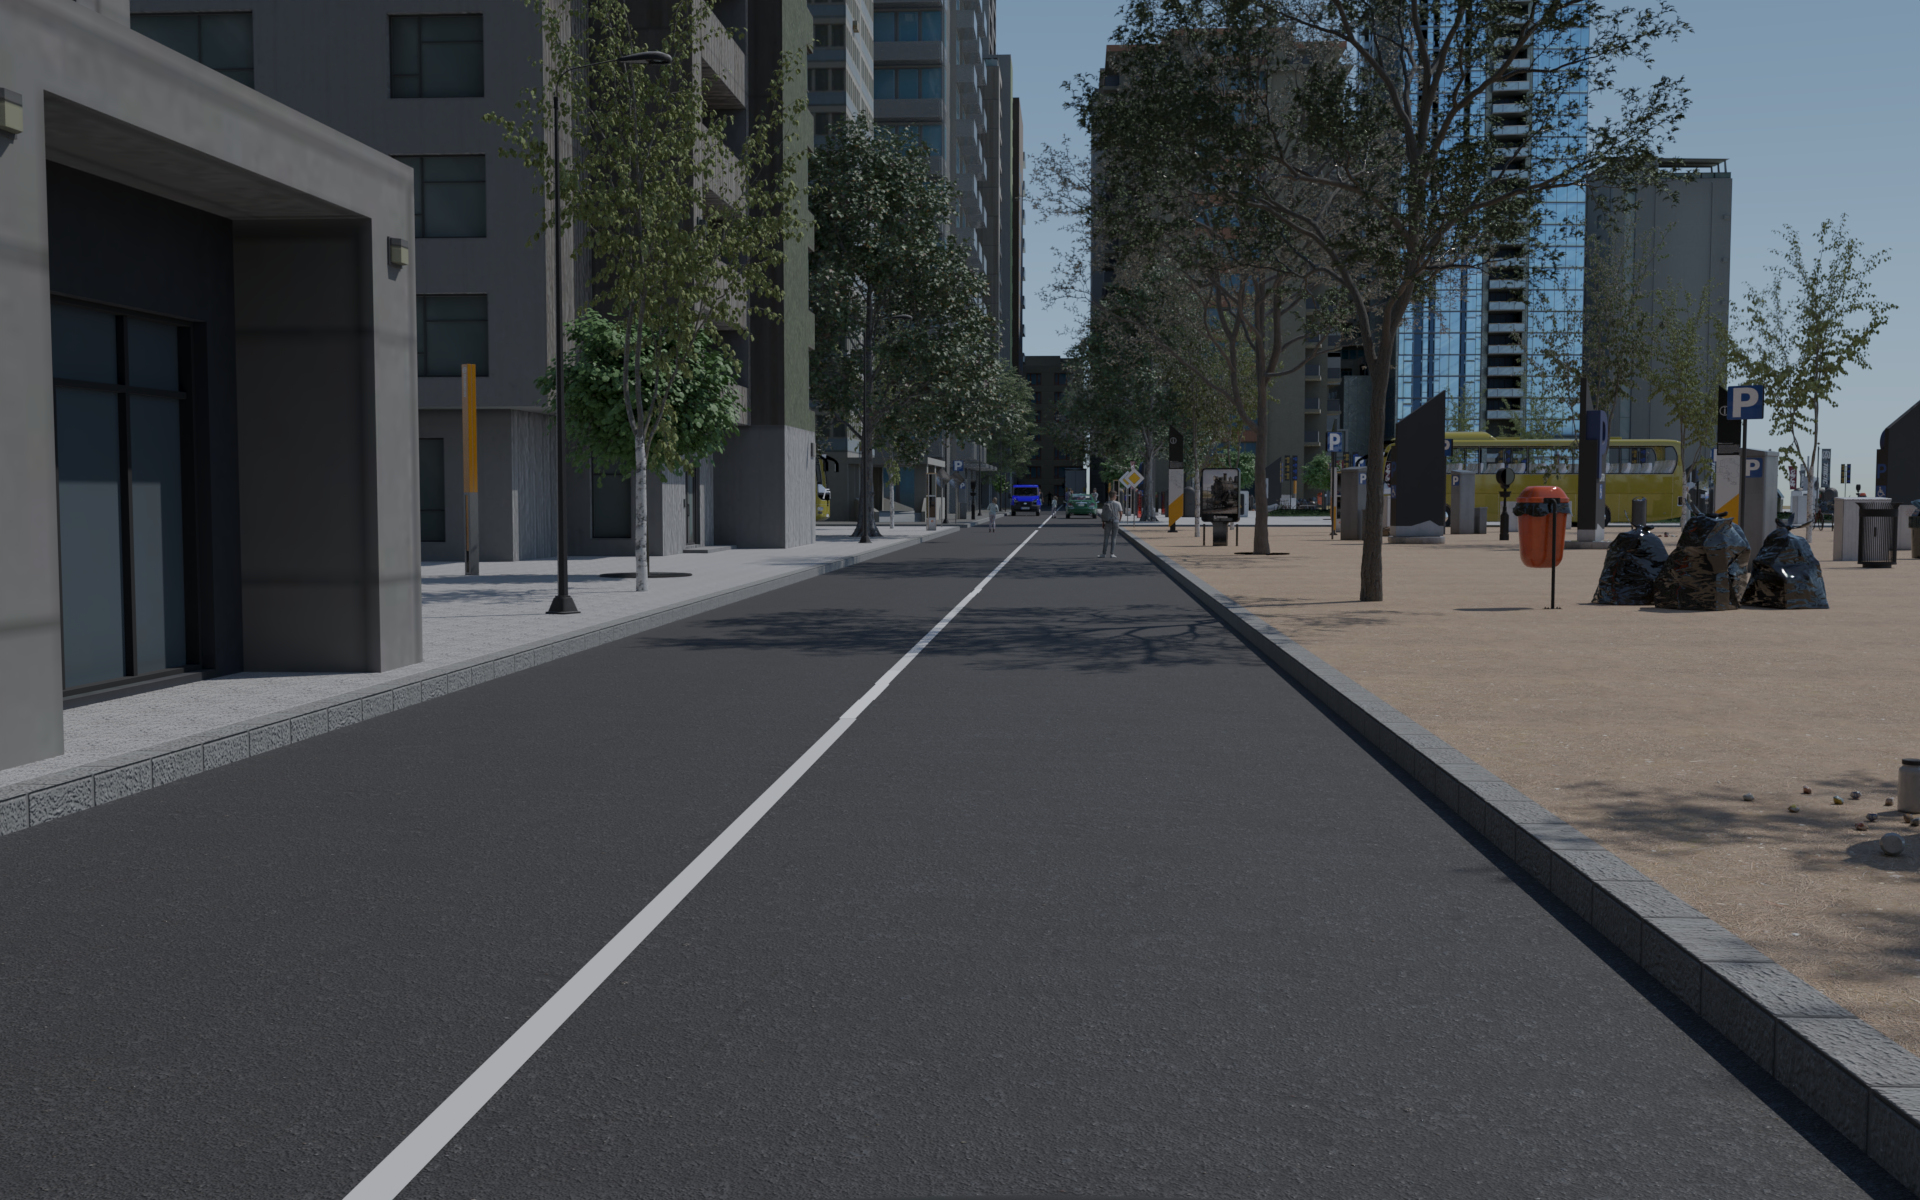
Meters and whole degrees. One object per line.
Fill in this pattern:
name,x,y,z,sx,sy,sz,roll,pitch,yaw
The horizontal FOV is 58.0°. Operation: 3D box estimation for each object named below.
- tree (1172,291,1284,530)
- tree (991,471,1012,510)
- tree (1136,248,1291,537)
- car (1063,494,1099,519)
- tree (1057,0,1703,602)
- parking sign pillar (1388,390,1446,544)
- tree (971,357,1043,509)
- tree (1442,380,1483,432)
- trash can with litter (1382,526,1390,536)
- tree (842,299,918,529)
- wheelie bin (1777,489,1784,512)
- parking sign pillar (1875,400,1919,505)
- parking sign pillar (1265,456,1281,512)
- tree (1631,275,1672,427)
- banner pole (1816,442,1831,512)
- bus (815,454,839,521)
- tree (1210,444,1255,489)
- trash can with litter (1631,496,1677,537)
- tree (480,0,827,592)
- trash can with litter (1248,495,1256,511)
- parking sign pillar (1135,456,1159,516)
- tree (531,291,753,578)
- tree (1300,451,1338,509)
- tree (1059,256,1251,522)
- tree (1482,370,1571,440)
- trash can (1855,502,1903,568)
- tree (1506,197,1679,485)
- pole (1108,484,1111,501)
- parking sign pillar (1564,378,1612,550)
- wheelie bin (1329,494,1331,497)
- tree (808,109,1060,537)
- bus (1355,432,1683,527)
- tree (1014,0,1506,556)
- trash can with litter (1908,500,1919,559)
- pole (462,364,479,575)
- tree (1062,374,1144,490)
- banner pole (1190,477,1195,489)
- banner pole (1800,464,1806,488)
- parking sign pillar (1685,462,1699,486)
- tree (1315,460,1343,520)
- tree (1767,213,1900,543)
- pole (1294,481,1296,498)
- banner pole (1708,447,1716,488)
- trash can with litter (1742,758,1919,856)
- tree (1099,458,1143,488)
tree,9.703,-6.824,61.938,4.737,8.622,4.395,0,3,0
tree,3.354,-8.807,138.598,1.663,3.219,1.824,0,3,0
tree,7.278,-6.172,51.270,4.360,8.622,3.978,0,3,0
car,7.143,-5.516,101.982,2.131,1.459,4.920,0,4,4
tree,4.717,-5.247,20.196,8.767,10.594,7.601,2,4,35
parking sign pillar,11.857,-3.450,44.877,1.447,3.967,1.447,0,4,-8
tree,3.469,-13.810,143.917,7.486,12.596,7.792,0,3,0
tree,32.359,-9.925,112.633,4.737,8.622,4.395,0,3,0
trash can with litter,13.169,-2.513,52.478,0.624,1.170,1.055,-3,5,-45
tree,-2.735,-6.947,63.940,4.737,8.622,4.395,0,3,0
wheelie bin,47.396,-5.666,100.550,0.693,1.594,0.980,3,5,41
parking sign pillar,26.216,-3.659,48.303,1.447,3.967,1.447,-1,4,-18
parking sign pillar,22.207,-8.255,123.443,1.447,3.967,1.447,-1,4,-14
tree,24.798,-6.616,58.531,4.737,8.622,4.395,0,3,0
banner pole,41.698,-5.733,83.757,0.863,3.779,0.401,0,4,-2
bus,-11.289,-4.901,71.672,12.252,3.916,2.896,0,4,5
tree,17.830,-7.871,112.406,4.285,4.588,4.351,0,3,0
trash can with litter,20.659,-2.487,51.717,2.233,1.210,1.678,-1,4,-22
tree,-3.965,-4.421,22.652,4.737,8.622,4.395,0,3,0
trash can with litter,22.029,-7.329,130.880,1.678,1.210,2.233,0,4,-7
parking sign pillar,11.069,-6.986,102.699,1.447,3.967,1.447,3,4,38
tree,-4.947,-2.650,27.042,4.285,4.588,4.351,0,3,0
tree,26.799,-8.783,127.315,4.285,4.588,4.351,0,3,0
tree,8.791,-10.003,80.550,9.611,12.733,9.660,0,3,0
tree,33.444,-9.176,100.389,4.737,8.622,4.395,0,3,0
trash can,15.971,-1.130,30.134,0.748,1.137,0.748,0,3,0
tree,16.144,-5.716,43.822,4.360,8.622,3.978,0,3,0
pole,12.484,-9.226,144.695,0.158,3.312,0.155,0,3,0
parking sign pillar,14.847,-3.192,40.655,1.447,3.967,1.447,2,4,29
wheelie bin,22.344,-5.788,102.534,0.980,1.594,0.693,2,4,28
tree,-2.710,-8.251,51.919,9.611,12.733,9.660,0,3,0
bus,22.166,-4.738,69.016,12.252,3.916,2.896,0,4,4
tree,6.233,-7.696,36.193,12.009,13.543,11.850,0,3,0
trash can with litter,19.212,-1.384,34.012,0.624,1.170,1.055,-2,4,-27
pole,-7.719,-2.046,27.297,0.158,3.312,0.155,0,3,0
tree,12.111,-13.028,138.767,9.928,11.665,9.643,0,3,0
banner pole,19.287,-9.411,143.883,0.401,3.779,0.863,-2,4,-34
banner pole,61.629,-8.341,126.388,0.863,3.779,0.401,-1,4,-12
parking sign pillar,60.070,-9.417,142.438,1.447,3.967,1.447,-2,4,-26
tree,18.666,-5.588,85.959,1.663,3.219,1.824,0,3,0
tree,22.117,-5.812,45.387,4.737,8.622,4.395,0,3,0
pole,25.729,-8.511,132.994,0.158,3.312,0.155,0,3,0
banner pole,35.715,-5.618,81.863,0.863,3.779,0.401,-1,4,-22
trash can with litter,3.758,0.300,6.156,1.678,1.210,2.233,1,4,22
tree,10.982,-7.991,114.373,4.285,4.588,4.351,0,3,0
